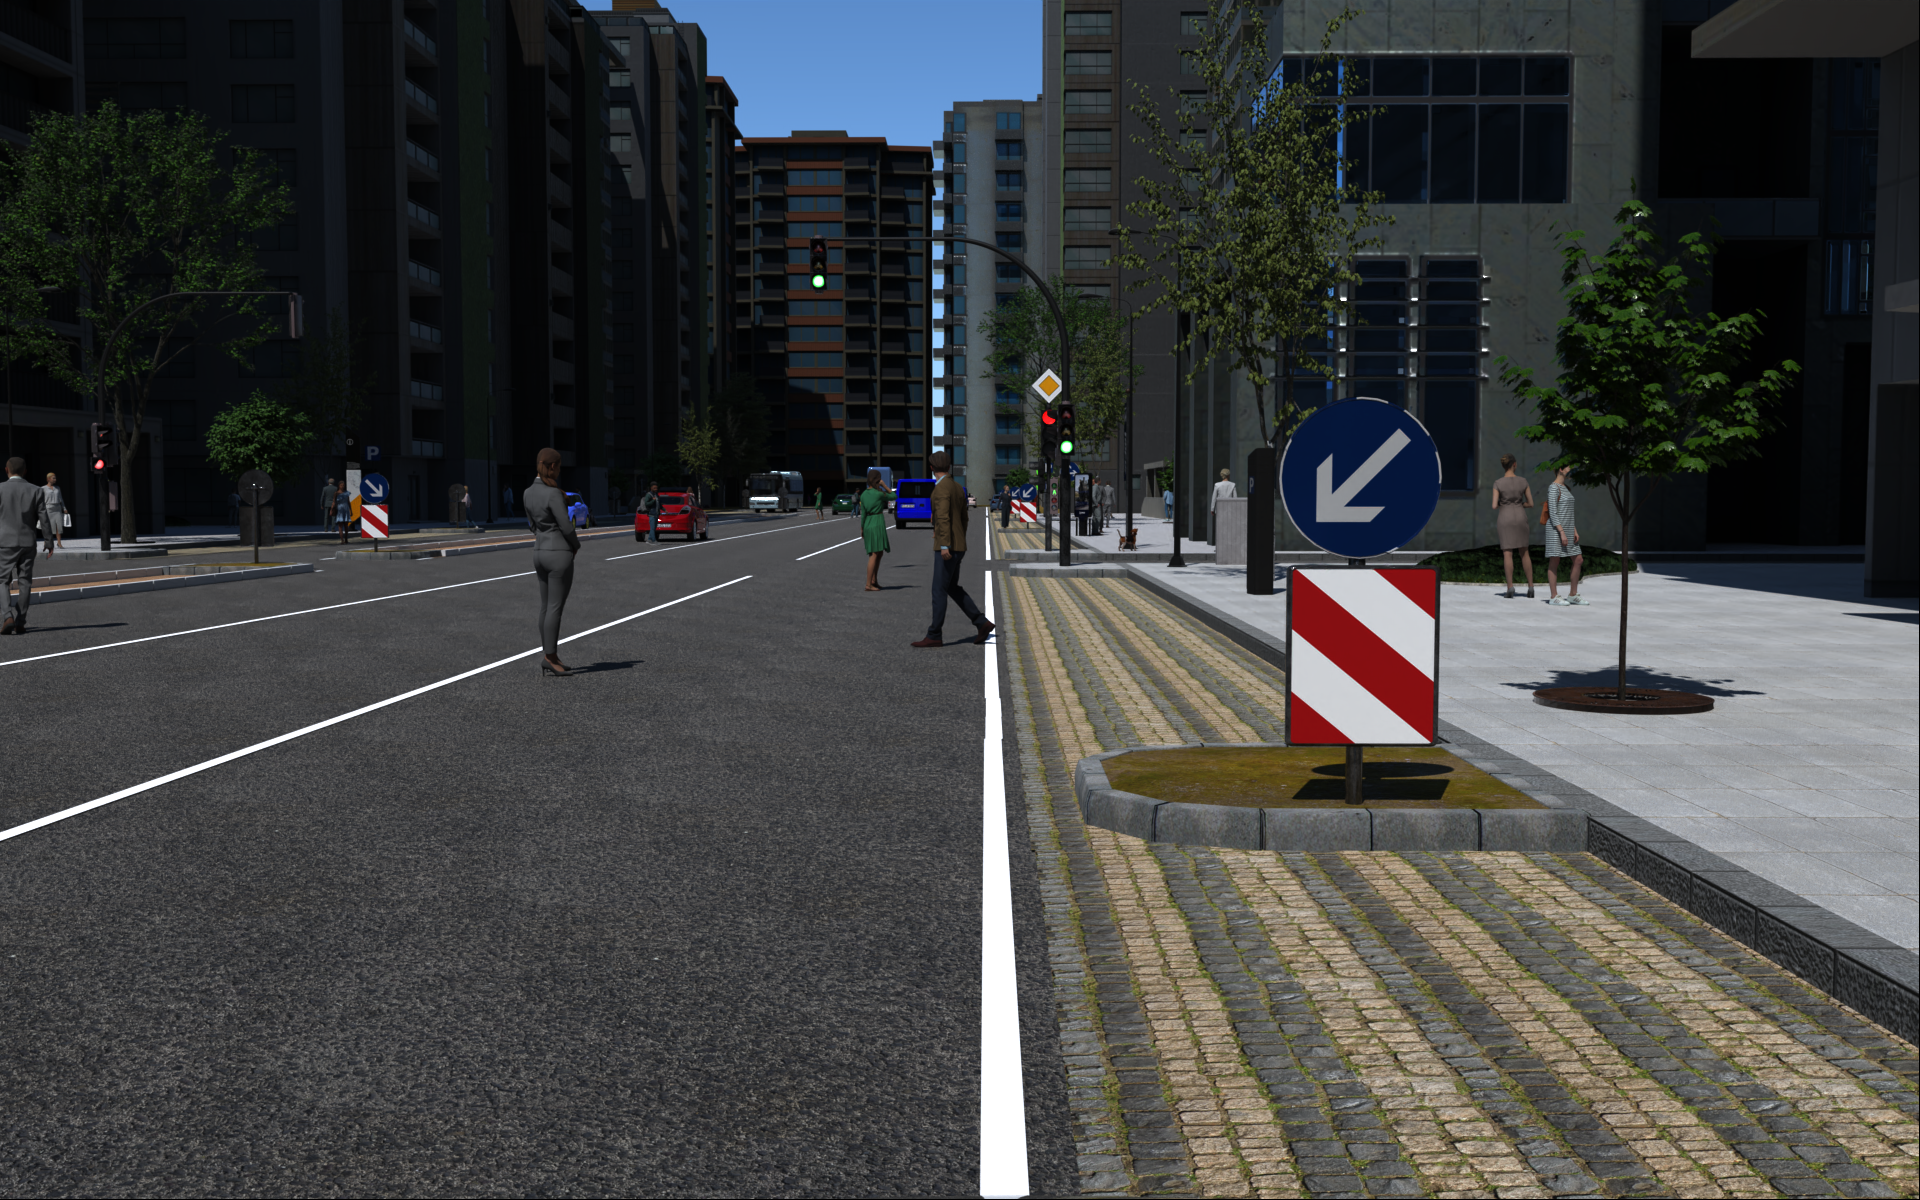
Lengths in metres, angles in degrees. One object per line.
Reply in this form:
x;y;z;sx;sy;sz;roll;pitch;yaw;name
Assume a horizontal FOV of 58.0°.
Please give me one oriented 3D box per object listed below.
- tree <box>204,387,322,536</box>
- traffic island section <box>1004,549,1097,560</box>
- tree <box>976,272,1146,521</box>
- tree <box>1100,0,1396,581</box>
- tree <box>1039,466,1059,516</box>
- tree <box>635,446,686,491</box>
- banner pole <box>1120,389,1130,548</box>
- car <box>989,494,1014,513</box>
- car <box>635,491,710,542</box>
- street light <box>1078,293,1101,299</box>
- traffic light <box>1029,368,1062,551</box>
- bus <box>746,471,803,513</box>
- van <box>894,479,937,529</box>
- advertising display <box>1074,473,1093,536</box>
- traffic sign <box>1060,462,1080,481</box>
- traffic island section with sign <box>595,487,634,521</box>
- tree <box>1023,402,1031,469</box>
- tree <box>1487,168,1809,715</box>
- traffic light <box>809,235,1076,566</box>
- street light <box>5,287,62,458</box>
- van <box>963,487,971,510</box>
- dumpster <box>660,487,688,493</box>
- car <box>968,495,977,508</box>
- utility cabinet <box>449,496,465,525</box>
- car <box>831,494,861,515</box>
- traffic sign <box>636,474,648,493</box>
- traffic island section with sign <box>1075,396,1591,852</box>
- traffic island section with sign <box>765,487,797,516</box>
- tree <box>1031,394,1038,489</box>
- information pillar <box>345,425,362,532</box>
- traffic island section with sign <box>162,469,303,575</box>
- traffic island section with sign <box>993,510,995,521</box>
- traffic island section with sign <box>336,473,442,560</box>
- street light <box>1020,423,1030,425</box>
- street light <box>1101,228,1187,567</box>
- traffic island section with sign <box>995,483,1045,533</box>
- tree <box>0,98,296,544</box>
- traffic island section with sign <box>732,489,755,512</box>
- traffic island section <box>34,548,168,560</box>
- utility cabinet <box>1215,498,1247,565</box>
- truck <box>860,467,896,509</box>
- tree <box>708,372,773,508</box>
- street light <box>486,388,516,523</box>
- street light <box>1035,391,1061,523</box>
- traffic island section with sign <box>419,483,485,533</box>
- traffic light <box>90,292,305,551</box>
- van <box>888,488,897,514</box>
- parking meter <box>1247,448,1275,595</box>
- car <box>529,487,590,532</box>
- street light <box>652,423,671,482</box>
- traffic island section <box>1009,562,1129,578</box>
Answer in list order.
-21.456;-4.260;53.366;4.285;4.588;4.351;0;3;0;tree
2.005;-1.013;38.839;2.009;0.180;2.903;0;4;1;traffic island section
4.819;-9.587;82.509;9.928;11.665;9.643;0;3;0;tree
4.394;-4.571;25.106;4.737;8.622;4.395;0;3;0;tree
5.027;-6.430;99.736;1.663;3.219;1.824;0;3;0;tree
-20.259;-8.171;117.302;4.285;4.588;4.351;0;3;0;tree
3.976;-3.143;41.410;0.401;3.779;0.863;0;4;-2;banner pole
3.224;-7.524;135.019;2.014;1.417;4.499;0;4;1;car
-8.864;-2.718;53.480;2.155;1.783;4.494;0;4;-1;car
3.422;-4.138;40.197;1.470;5.913;1.316;0;4;1;street light
1.965;-3.046;38.726;0.839;4.253;0.868;0;4;1;traffic light
-14.457;-8.653;136.341;2.948;3.499;13.247;0;4;2;bus
-1.664;-4.155;72.314;2.240;2.365;5.245;0;4;1;van
3.760;-2.912;52.828;0.123;1.923;0.974;-2;4;-24;advertising display
4.346;-4.185;68.538;0.768;2.556;0.104;0;4;6;traffic sign
-18.219;-5.042;91.072;1.989;1.847;2.006;0;4;1;traffic island section with sign
5.593;-9.525;106.096;4.737;8.622;4.395;0;3;0;tree
3.911;-0.968;10.421;1.663;3.219;1.824;0;3;0;tree
-0.250;-3.423;30.632;4.771;5.953;1.251;0;4;1;traffic light
-20.819;-4.062;38.947;1.470;5.913;1.316;0;4;1;street light
-0.260;-9.027;151.979;2.240;2.365;5.245;0;4;3;van
-18.072;-6.209;109.735;1.865;1.857;1.264;0;4;-1;dumpster
0.766;-10.266;180.213;2.083;1.381;4.827;0;4;-1;car
-20.886;-3.865;71.871;0.318;1.500;1.173;0;4;1;utility cabinet
-7.866;-6.609;119.849;2.131;1.459;4.920;0;4;-1;car
-20.009;-6.660;108.992;0.768;2.556;0.104;1;4;8;traffic sign
1.540;0.048;7.851;1.989;1.847;2.006;0;4;1;traffic island section with sign
-11.728;-6.466;113.856;2.006;1.907;1.989;0;4;1;traffic island section with sign
5.523;-7.383;71.068;4.737;8.622;4.395;0;3;0;tree
-20.747;-4.152;59.241;0.504;3.616;0.183;0;4;-8;information pillar
-12.986;-1.418;31.320;2.006;1.907;1.989;0;4;1;traffic island section with sign
2.822;-5.088;91.816;1.989;1.847;2.006;0;4;1;traffic island section with sign
-12.864;-1.871;38.726;2.006;1.907;1.989;0;4;1;traffic island section with sign
4.608;-8.613;113.364;1.470;5.913;1.316;0;4;1;street light
3.286;-3.537;30.370;1.470;5.913;1.316;0;4;1;street light
2.390;-3.388;64.029;1.989;1.847;2.006;0;4;1;traffic island section with sign
-21.462;-7.274;44.686;9.928;11.665;9.643;0;3;0;tree
-17.451;-8.107;141.178;1.989;1.847;2.006;0;4;1;traffic island section with sign
-19.334;-1.033;39.168;2.009;0.180;2.903;0;4;1;traffic island section
5.164;-1.241;31.460;1.020;1.237;0.306;0;4;7;utility cabinet
-8.224;-10.792;166.203;2.967;4.110;18.799;0;4;2;truck
-20.634;-14.826;160.530;7.486;12.596;7.792;0;3;0;tree
-20.181;-6.336;76.133;1.470;5.913;1.316;0;4;1;street light
4.023;-6.376;76.781;1.470;5.913;1.316;0;4;1;street light
-18.627;-3.372;63.764;1.989;1.847;2.006;0;4;1;traffic island section with sign
-17.201;-3.937;39.036;4.771;5.953;1.251;0;4;1;traffic light
-4.460;-7.414;128.223;2.013;2.044;4.112;0;4;0;van
3.842;-1.005;22.149;0.255;1.863;0.399;-1;4;-8;parking meter
-15.547;-3.521;67.162;1.945;1.707;3.694;0;4;0;car
-19.620;-8.622;113.506;1.470;5.913;1.316;0;4;1;street light
1.883;-0.524;30.855;2.009;0.180;2.903;0;4;1;traffic island section
